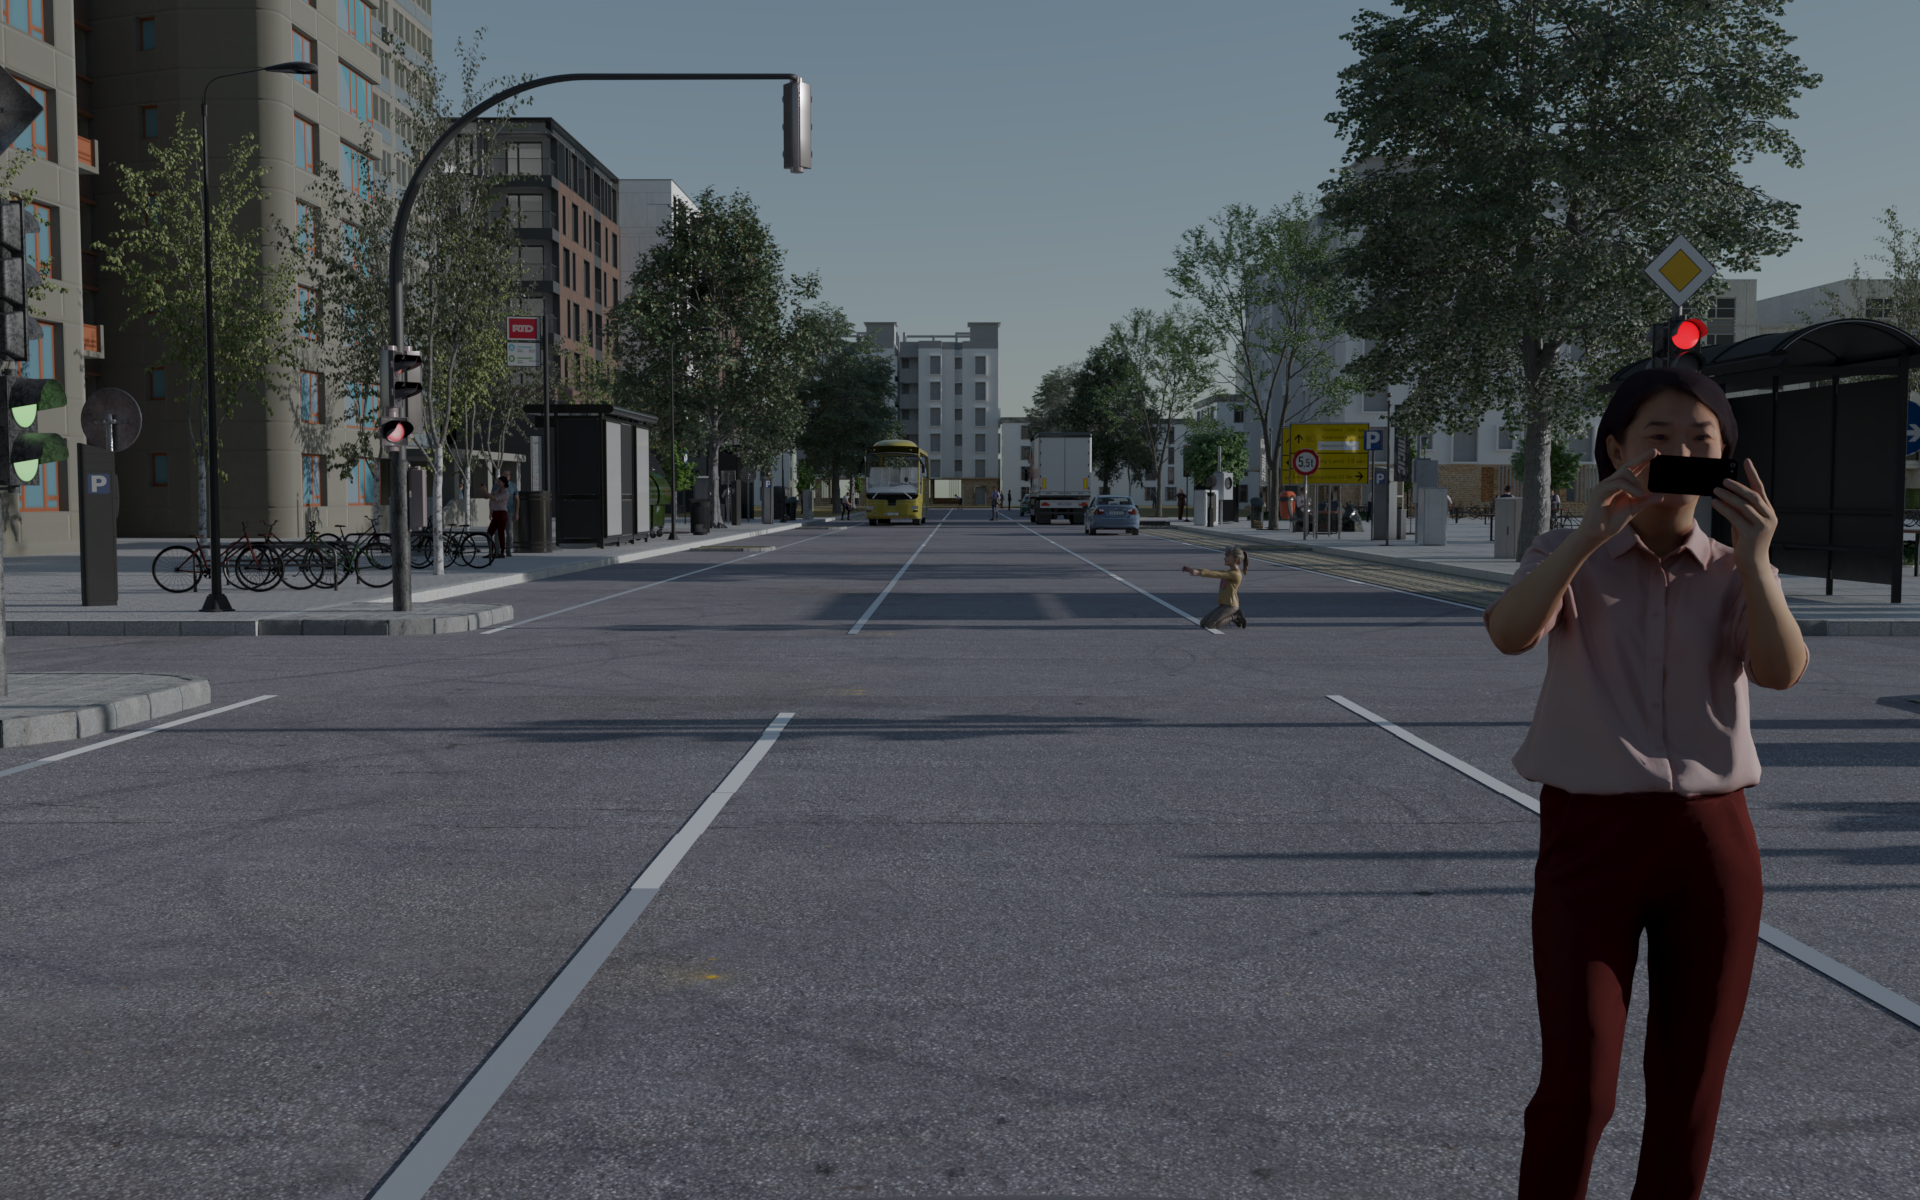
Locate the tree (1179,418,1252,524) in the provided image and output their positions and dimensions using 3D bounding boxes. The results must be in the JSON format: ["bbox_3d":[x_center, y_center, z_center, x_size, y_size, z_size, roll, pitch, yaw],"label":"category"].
[{"bbox_3d":[11.102,-5.583,74.991,4.285,4.588,4.351,0,3,0],"label":"tree"}]

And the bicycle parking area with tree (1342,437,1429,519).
[{"bbox_3d":[23.921,-6.315,90.252,9.016,4.147,8.231,1,4,19],"label":"bicycle parking area with tree"}]

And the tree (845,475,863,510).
[{"bbox_3d":[-8.508,-9.147,144.147,1.663,3.219,1.824,0,3,0],"label":"tree"}]

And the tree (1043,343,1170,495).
[{"bbox_3d":[11.010,-13.020,129.890,9.611,12.733,9.660,0,3,0],"label":"tree"}]

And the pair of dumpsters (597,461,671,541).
[{"bbox_3d":[-9.350,-2.867,49.376,1.574,2.255,4.437,0,4,0],"label":"pair of dumpsters"}]

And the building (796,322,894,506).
[{"bbox_3d":[-12.583,-20.817,196.770,11.380,20.091,16.016,0,4,0],"label":"building"}]

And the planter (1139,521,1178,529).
[{"bbox_3d":[7.918,-3.095,71.744,1.991,0.319,1.994,0,4,0],"label":"planter"}]

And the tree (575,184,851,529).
[{"bbox_3d":[-9.178,-9.004,64.222,9.611,12.733,9.660,0,3,0],"label":"tree"}]

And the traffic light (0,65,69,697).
[{"bbox_3d":[-6.114,-1.343,10.879,0.839,4.253,0.868,0,4,0],"label":"traffic light"}]

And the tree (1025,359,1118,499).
[{"bbox_3d":[10.939,-15.113,157.464,12.009,13.543,11.850,0,3,0],"label":"tree"}]

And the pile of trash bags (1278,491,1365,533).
[{"bbox_3d":[11.982,-2.979,58.457,3.447,1.369,1.912,-3,5,-40],"label":"pile of trash bags"}]

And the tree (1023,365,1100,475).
[{"bbox_3d":[10.668,-16.074,169.466,9.857,13.997,8.962,0,3,0],"label":"tree"}]

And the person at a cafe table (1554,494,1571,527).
[{"bbox_3d":[22.818,-3.591,67.221,1.698,1.524,1.622,3,4,37],"label":"person at a cafe table"}]

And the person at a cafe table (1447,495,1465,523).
[{"bbox_3d":[21.247,-4.127,75.984,1.698,1.524,1.622,1,4,19],"label":"person at a cafe table"}]

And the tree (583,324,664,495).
[{"bbox_3d":[-15.749,-7.671,75.782,4.737,8.622,4.395,0,3,0],"label":"tree"}]

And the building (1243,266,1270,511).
[{"bbox_3d":[28.954,-16.465,125.629,16.016,20.091,11.380,0,4,0],"label":"building"}]

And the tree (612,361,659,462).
[{"bbox_3d":[-15.846,-8.197,84.389,4.360,8.622,3.978,0,3,0],"label":"tree"}]

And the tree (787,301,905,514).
[{"bbox_3d":[-8.096,-12.666,113.741,9.857,13.997,8.962,0,3,0],"label":"tree"}]

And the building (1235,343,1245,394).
[{"bbox_3d":[48.300,-20.206,196.822,31.486,18.905,16.747,0,4,0],"label":"building"}]

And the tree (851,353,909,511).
[{"bbox_3d":[-8.346,-13.334,135.013,9.611,12.733,9.660,0,3,0],"label":"tree"}]

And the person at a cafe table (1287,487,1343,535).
[{"bbox_3d":[11.287,-2.864,55.349,1.622,1.524,1.698,1,4,21],"label":"person at a cafe table"}]

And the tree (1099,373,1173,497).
[{"bbox_3d":[10.560,-9.459,105.015,4.360,8.622,3.978,0,3,0],"label":"tree"}]

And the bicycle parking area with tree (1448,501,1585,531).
[{"bbox_3d":[20.706,-3.969,51.888,8.231,4.147,9.016,-2,4,-30],"label":"bicycle parking area with tree"}]

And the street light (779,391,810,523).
[{"bbox_3d":[-7.427,-6.442,77.869,1.470,5.913,1.316,0,4,0],"label":"street light"}]

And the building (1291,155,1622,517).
[{"bbox_3d":[28.946,-15.047,102.432,16.016,20.091,11.380,0,4,0],"label":"building"}]

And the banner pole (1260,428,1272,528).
[{"bbox_3d":[11.588,-4.618,65.520,0.863,3.779,0.401,-3,5,-41],"label":"banner pole"}]

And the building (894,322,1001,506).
[{"bbox_3d":[-1.202,-20.834,197.054,11.380,20.091,16.016,0,4,0],"label":"building"}]

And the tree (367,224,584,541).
[{"bbox_3d":[-13.614,-5.908,46.966,4.737,8.622,4.395,0,3,0],"label":"tree"}]

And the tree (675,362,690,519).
[{"bbox_3d":[-15.064,-8.557,90.270,4.737,8.622,4.395,0,3,0],"label":"tree"}]

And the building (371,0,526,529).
[{"bbox_3d":[-35.290,-23.122,69.929,32.217,40.220,23.993,0,4,0],"label":"building"}]

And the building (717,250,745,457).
[{"bbox_3d":[-35.311,-18.433,145.359,32.646,21.610,27.936,0,4,0],"label":"building"}]

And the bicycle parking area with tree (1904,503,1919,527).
[{"bbox_3d":[36.191,-5.130,70.886,9.016,4.147,8.231,3,4,36],"label":"bicycle parking area with tree"}]

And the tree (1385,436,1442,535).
[{"bbox_3d":[14.309,-3.682,54.805,1.663,3.219,1.824,0,3,0],"label":"tree"}]

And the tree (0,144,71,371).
[{"bbox_3d":[-16.501,-4.692,27.084,4.737,8.622,4.395,0,3,0],"label":"tree"}]

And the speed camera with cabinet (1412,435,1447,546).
[{"bbox_3d":[11.891,-3.027,43.824,0.660,3.252,2.038,0,4,7],"label":"speed camera with cabinet"}]

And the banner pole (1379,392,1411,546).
[{"bbox_3d":[10.724,-3.215,42.586,0.401,3.779,0.863,-3,5,-41],"label":"banner pole"}]

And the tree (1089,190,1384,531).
[{"bbox_3d":[10.965,-8.251,60.663,9.928,11.665,9.643,0,3,0],"label":"tree"}]

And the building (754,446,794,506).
[{"bbox_3d":[-32.936,-15.397,193.891,28.070,9.664,9.099,0,4,0],"label":"building"}]

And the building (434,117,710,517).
[{"bbox_3d":[-32.586,-16.304,110.551,27.936,21.610,32.646,0,4,0],"label":"building"}]

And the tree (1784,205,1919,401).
[{"bbox_3d":[23.167,-5.672,43.097,4.360,8.622,3.978,0,3,0],"label":"tree"}]

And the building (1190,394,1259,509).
[{"bbox_3d":[25.977,-12.446,145.644,9.099,9.664,28.070,0,4,0],"label":"building"}]

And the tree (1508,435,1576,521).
[{"bbox_3d":[27.990,-6.085,83.202,4.285,4.588,4.351,0,3,0],"label":"tree"}]

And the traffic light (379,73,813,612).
[{"bbox_3d":[-4.002,-2.705,18.894,4.771,5.953,1.251,0,4,0],"label":"traffic light"}]

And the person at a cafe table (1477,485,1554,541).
[{"bbox_3d":[14.960,-2.354,46.997,1.698,1.524,1.622,2,4,32],"label":"person at a cafe table"}]

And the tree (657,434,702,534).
[{"bbox_3d":[-9.249,-3.761,56.102,1.663,3.219,1.824,0,3,0],"label":"tree"}]

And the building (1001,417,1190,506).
[{"bbox_3d":[18.512,-15.358,193.252,28.070,9.664,9.099,0,4,0],"label":"building"}]

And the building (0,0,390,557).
[{"bbox_3d":[-33.317,-12.173,44.061,27.650,21.520,28.899,0,4,0],"label":"building"}]

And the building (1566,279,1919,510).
[{"bbox_3d":[65.423,-17.406,151.052,31.486,18.905,16.747,0,4,0],"label":"building"}]

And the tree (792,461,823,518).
[{"bbox_3d":[-8.416,-5.999,92.683,1.663,3.219,1.824,0,3,0],"label":"tree"}]

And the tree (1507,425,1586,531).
[{"bbox_3d":[14.553,-2.923,42.394,1.663,3.219,1.824,0,3,0],"label":"tree"}]

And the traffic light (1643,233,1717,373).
[{"bbox_3d":[7.747,-1.830,18.845,0.839,4.253,0.868,0,4,0],"label":"traffic light"}]

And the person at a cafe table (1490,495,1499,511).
[{"bbox_3d":[29.140,-4.983,92.337,1.726,1.238,1.698,1,4,19],"label":"person at a cafe table"}]

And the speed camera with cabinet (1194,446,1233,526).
[{"bbox_3d":[10.386,-4.682,70.881,0.660,3.252,2.038,3,5,42],"label":"speed camera with cabinet"}]

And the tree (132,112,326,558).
[{"bbox_3d":[-14.949,-5.149,34.555,4.737,8.622,4.395,0,3,0],"label":"tree"}]

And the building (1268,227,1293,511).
[{"bbox_3d":[29.627,-15.771,114.269,16.016,20.091,11.380,0,4,0],"label":"building"}]

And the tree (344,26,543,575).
[{"bbox_3d":[-8.437,-4.709,27.360,4.360,8.622,3.978,0,3,0],"label":"tree"}]

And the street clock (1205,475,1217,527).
[{"bbox_3d":[9.704,-3.824,67.088,0.358,2.002,0.471,-2,4,-30],"label":"street clock"}]

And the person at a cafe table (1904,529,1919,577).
[{"bbox_3d":[14.650,-1.007,27.320,1.726,1.238,1.698,-1,4,-22],"label":"person at a cafe table"}]

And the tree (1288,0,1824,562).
[{"bbox_3d":[10.802,-7.693,32.444,9.857,13.997,8.962,0,3,0],"label":"tree"}]
